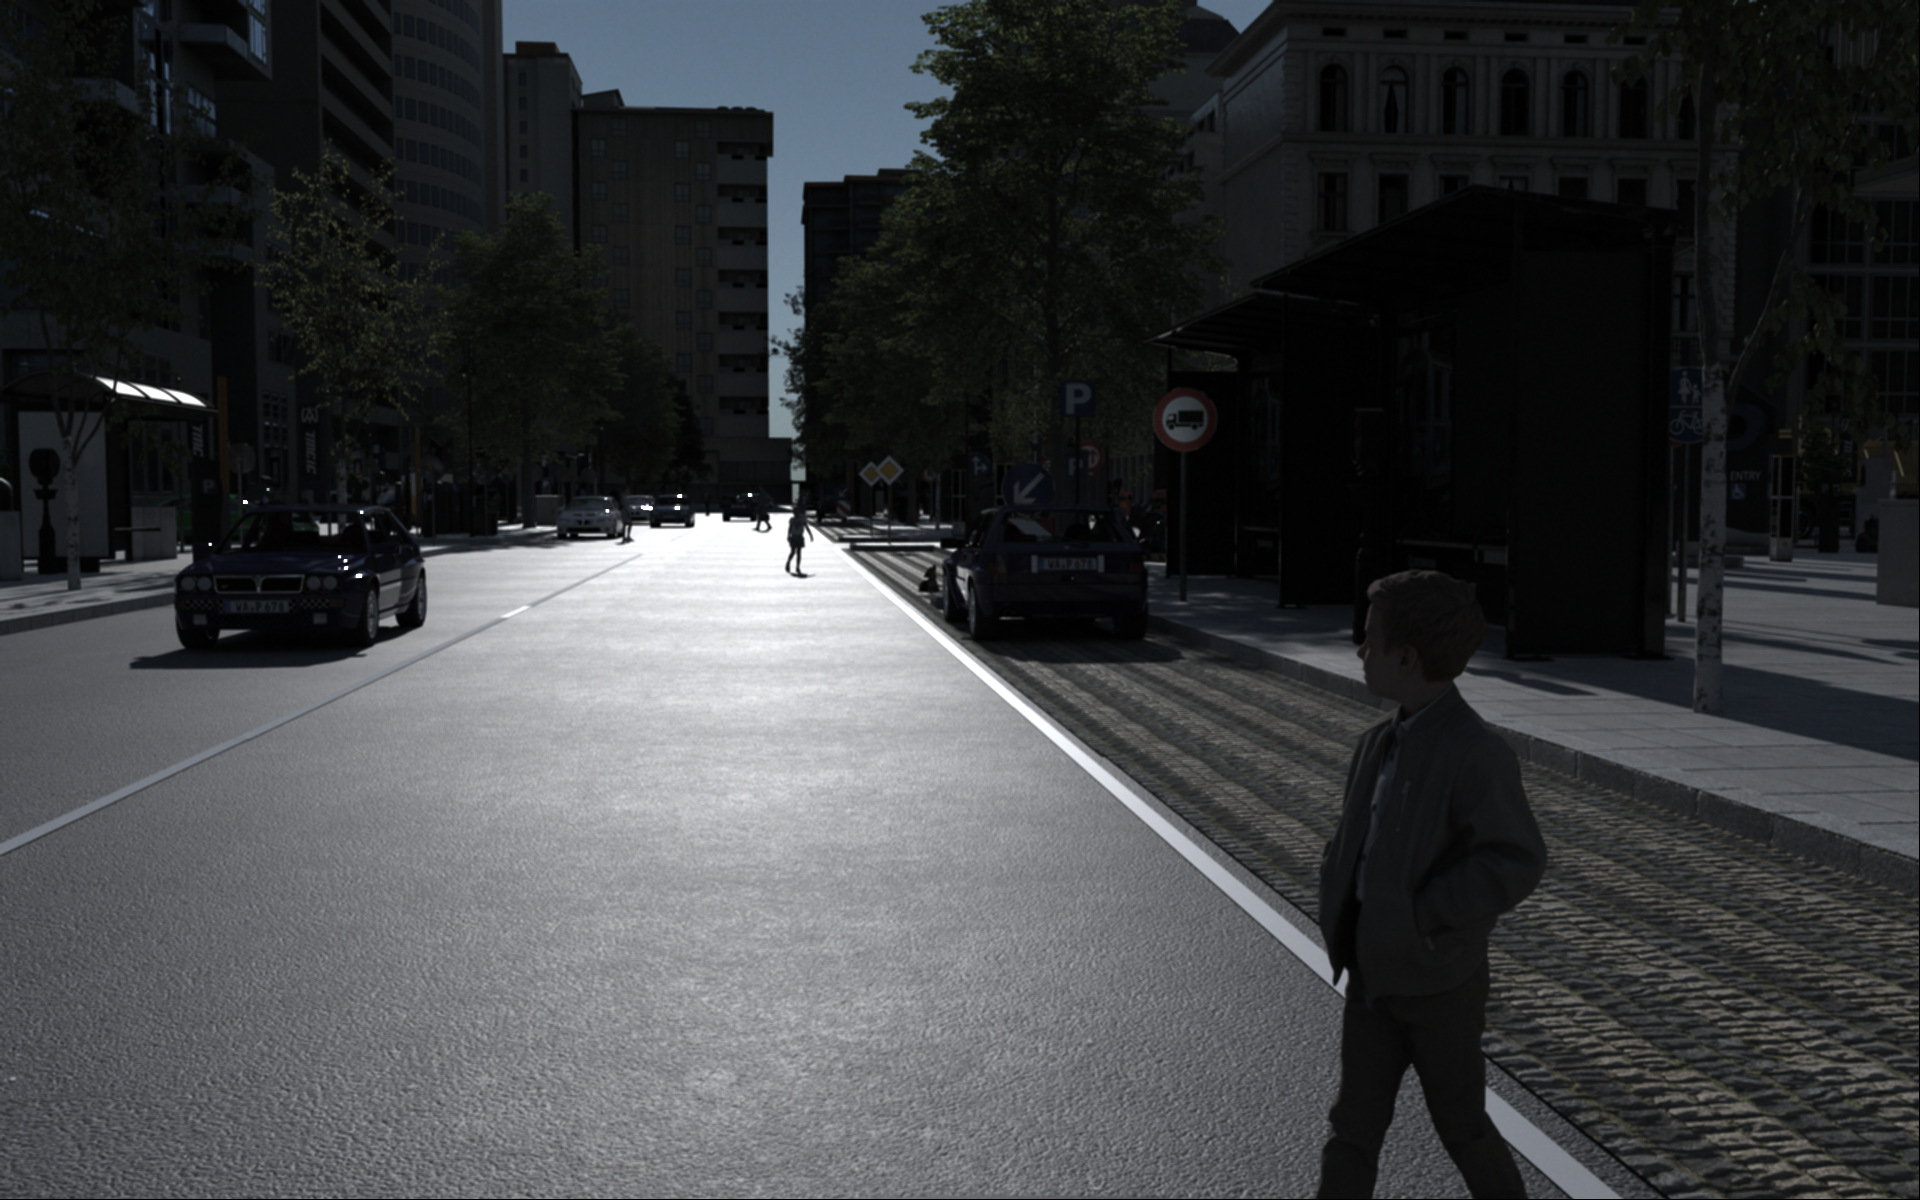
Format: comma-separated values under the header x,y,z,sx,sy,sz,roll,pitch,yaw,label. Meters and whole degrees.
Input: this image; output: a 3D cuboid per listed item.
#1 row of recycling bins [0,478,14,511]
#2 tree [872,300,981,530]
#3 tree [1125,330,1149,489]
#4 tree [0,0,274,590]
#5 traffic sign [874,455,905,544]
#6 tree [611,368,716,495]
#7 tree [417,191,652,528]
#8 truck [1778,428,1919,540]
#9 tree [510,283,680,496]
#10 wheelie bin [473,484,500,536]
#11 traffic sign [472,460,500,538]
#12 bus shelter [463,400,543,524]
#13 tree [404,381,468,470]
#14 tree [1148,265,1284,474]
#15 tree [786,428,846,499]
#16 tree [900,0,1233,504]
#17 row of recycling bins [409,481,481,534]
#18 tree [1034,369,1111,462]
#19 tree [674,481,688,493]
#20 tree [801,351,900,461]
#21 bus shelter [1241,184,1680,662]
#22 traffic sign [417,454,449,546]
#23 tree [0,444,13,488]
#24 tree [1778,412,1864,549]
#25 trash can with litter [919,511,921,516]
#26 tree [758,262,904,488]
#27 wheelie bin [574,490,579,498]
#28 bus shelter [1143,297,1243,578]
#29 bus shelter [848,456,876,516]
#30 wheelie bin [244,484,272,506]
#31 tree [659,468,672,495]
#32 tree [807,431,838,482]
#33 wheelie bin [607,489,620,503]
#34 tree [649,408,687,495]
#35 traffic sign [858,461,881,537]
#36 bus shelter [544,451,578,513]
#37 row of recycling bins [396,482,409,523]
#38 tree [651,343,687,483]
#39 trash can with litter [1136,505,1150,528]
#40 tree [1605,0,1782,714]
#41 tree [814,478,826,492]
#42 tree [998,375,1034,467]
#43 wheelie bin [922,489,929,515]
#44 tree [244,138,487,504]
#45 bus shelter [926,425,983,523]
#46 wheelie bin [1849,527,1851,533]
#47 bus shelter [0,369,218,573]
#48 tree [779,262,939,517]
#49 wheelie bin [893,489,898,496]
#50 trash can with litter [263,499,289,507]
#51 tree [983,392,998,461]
x,y,z,sx,sy,sz,roll,pitch,yaw,label
-22.175,-2.052,40.661,3.534,1.692,1.069,0,4,-5,row of recycling bins
-0.901,-6.842,62.221,4.737,8.622,4.395,0,3,0,tree
8.633,-7.536,73.568,4.360,8.622,3.978,0,3,0,tree
-11.628,-4.431,22.816,4.737,8.622,4.395,0,3,0,tree
-1.808,-2.483,44.246,0.795,2.450,0.064,0,4,-6,traffic sign
-26.715,-14.612,155.921,9.611,12.733,9.660,0,3,0,tree
-16.246,-8.972,64.821,7.486,12.596,7.792,0,3,0,tree
26.275,-3.416,51.773,9.791,3.379,3.469,0,4,-8,truck
-21.094,-11.696,101.598,12.009,13.543,11.850,0,3,0,tree
-14.682,-2.803,53.744,0.693,1.594,0.980,2,4,34,wheelie bin
-13.952,-2.895,50.982,0.795,2.450,0.064,0,4,-6,traffic sign
-20.150,-6.011,75.913,2.179,5.291,8.768,0,4,-6,bus shelter
-34.365,-10.016,114.120,4.737,8.622,4.395,0,3,0,tree
8.927,-6.473,56.204,4.360,8.622,3.978,0,3,0,tree
-15.900,-15.879,194.027,8.767,10.594,7.601,1,4,22,tree
1.731,-7.168,35.329,7.486,12.596,7.792,0,3,0,tree
-16.623,-3.043,56.860,1.069,1.692,3.534,1,4,11,row of recycling bins
6.600,-8.875,95.461,4.360,8.622,3.978,0,3,0,tree
-31.366,-12.233,194.618,1.663,3.219,1.824,0,3,0,tree
-6.572,-11.594,115.311,9.928,11.665,9.643,0,3,0,tree
4.399,-1.533,16.340,1.731,3.624,6.357,0,4,-6,bus shelter
-13.088,-2.410,43.043,0.795,2.450,0.064,0,4,-6,traffic sign
-31.683,-3.808,56.856,1.663,3.219,1.824,0,3,0,tree
20.282,-2.852,41.230,1.663,3.219,1.824,0,3,0,tree
-2.103,-6.342,114.745,2.233,1.210,1.678,-1,4,-18,trash can with litter
-9.957,-17.500,142.008,12.611,20.169,13.585,0,3,0,tree
-26.300,-6.877,120.340,0.980,1.594,0.693,-2,4,-29,wheelie bin
3.960,-1.962,23.359,1.731,3.624,6.357,0,4,-6,bus shelter
-6.144,-7.061,106.733,1.731,3.624,6.357,0,4,-6,bus shelter
-21.664,-2.787,53.480,0.980,1.594,0.693,1,4,16,wheelie bin
-28.085,-13.221,166.528,4.360,8.622,3.978,0,3,0,tree
-13.475,-13.823,176.373,4.360,8.622,3.978,0,3,0,tree
-22.292,-6.345,111.648,0.693,1.594,0.980,1,4,13,wheelie bin
-25.127,-12.014,146.791,4.737,8.622,4.395,0,3,0,tree
-2.672,-2.969,52.185,0.795,2.450,0.064,0,4,-6,traffic sign
-20.486,-6.619,85.858,2.179,5.291,8.768,0,4,-6,bus shelter
-20.328,-3.365,62.130,1.069,1.692,3.534,-2,4,-26,row of recycling bins
-22.424,-12.053,115.198,7.486,12.596,7.792,0,3,0,tree
6.948,-3.140,62.721,1.055,1.170,0.624,-2,4,-27,trash can with litter
4.581,-3.634,9.773,4.737,8.622,4.395,0,3,0,tree
-16.158,-12.675,201.837,1.663,3.219,1.824,0,3,0,tree
4.693,-9.350,103.233,4.360,8.622,3.978,0,3,0,tree
-1.981,-6.114,107.876,0.693,1.594,0.980,-2,4,-27,wheelie bin
-13.032,-5.302,37.057,4.360,8.622,3.978,0,3,0,tree
-0.460,-6.400,82.265,2.179,5.291,8.768,0,4,-6,bus shelter
29.538,-2.995,56.872,0.980,1.594,0.693,-3,5,-44,wheelie bin
-14.938,-2.252,30.744,2.014,3.302,5.546,0,4,-6,bus shelter
-5.143,-11.547,95.445,9.857,13.997,8.962,0,3,0,tree
-4.369,-6.602,115.846,0.693,1.594,0.980,0,4,6,wheelie bin
-14.477,-1.541,36.586,0.624,1.170,1.055,0,4,-5,trash can with litter
3.366,-10.306,118.862,4.360,8.622,3.978,0,3,0,tree
